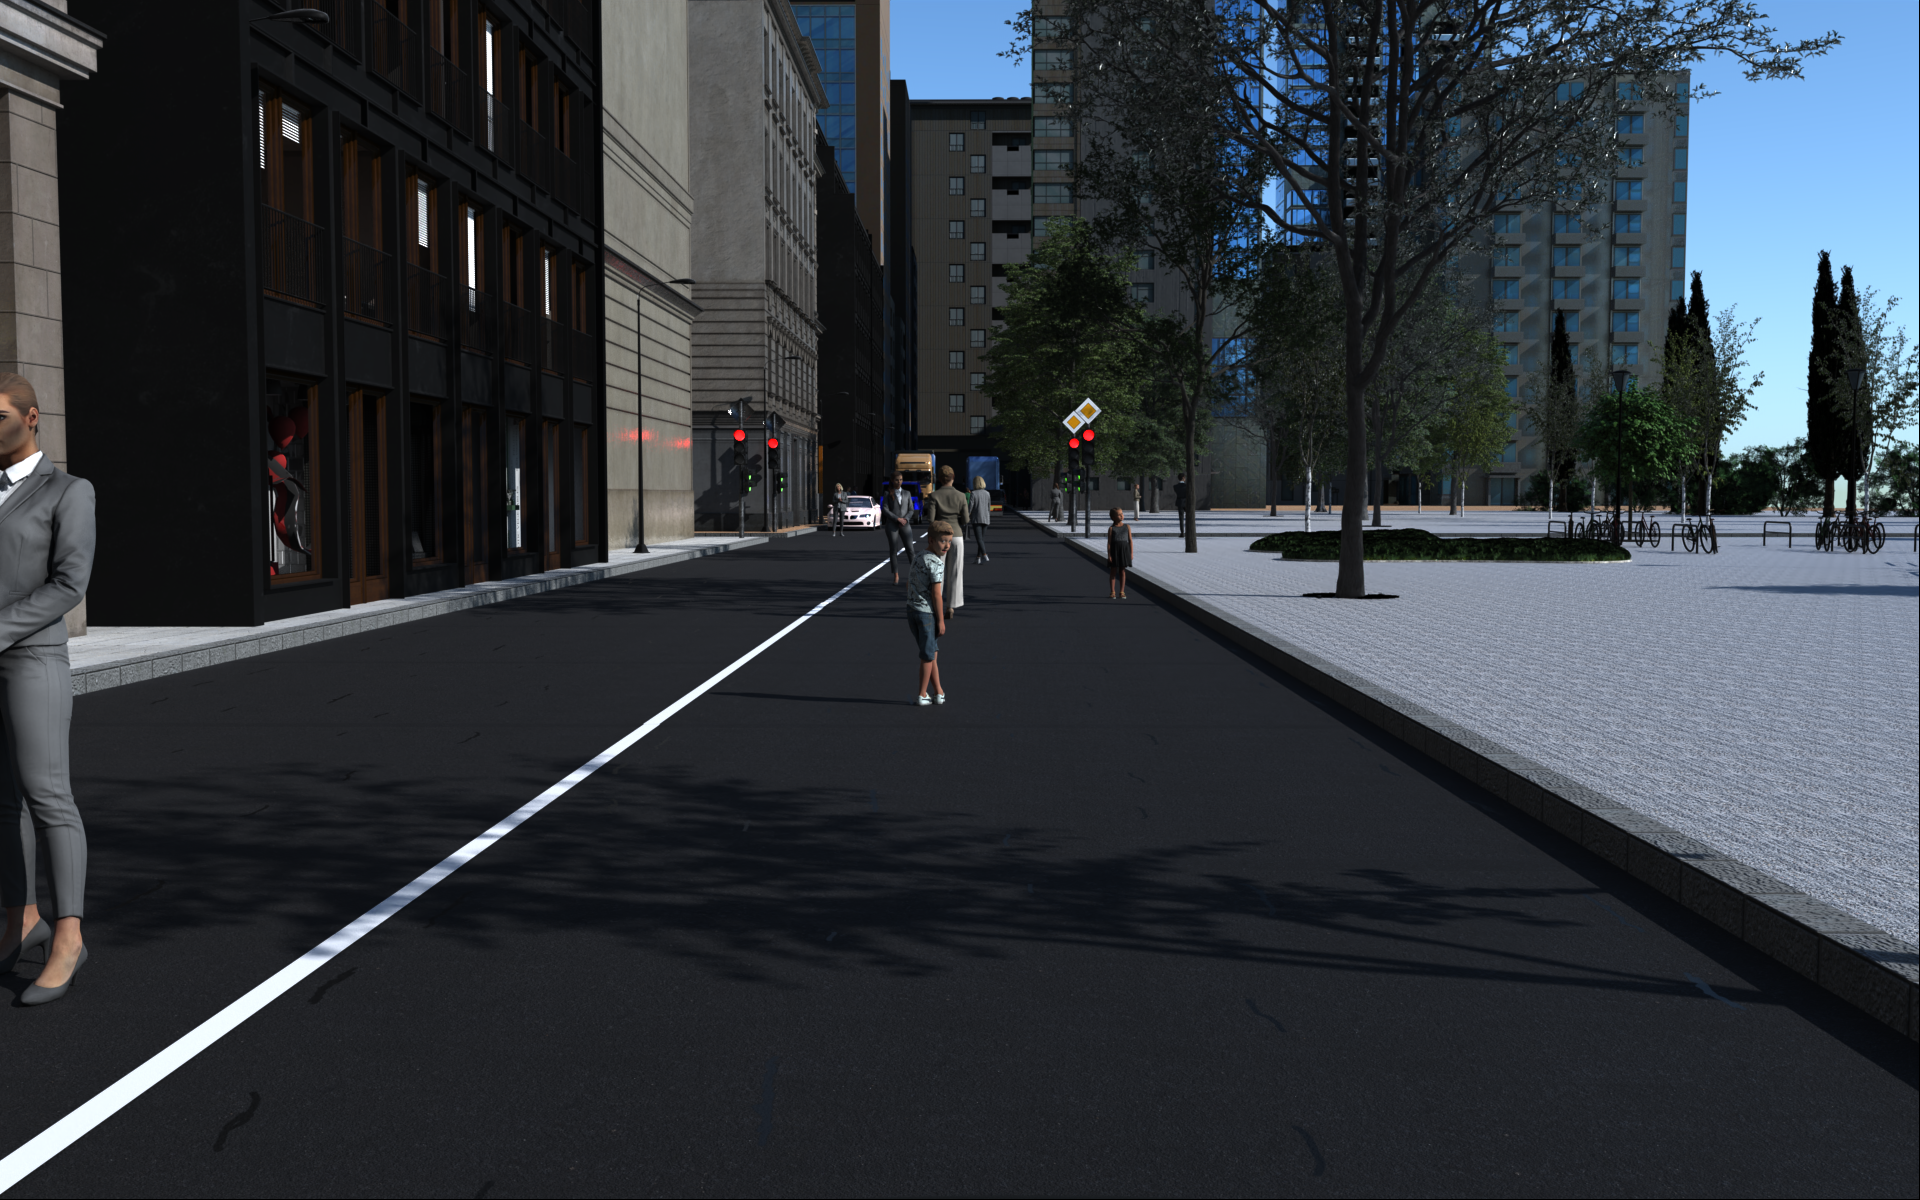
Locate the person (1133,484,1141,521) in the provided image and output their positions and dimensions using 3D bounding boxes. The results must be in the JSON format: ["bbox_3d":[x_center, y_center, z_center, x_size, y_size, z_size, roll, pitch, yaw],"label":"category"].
[{"bbox_3d":[8.443,-4.643,82.500,0.362,1.759,0.519,0,4,3],"label":"person"}]

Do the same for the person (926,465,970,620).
[{"bbox_3d":[-0.162,-0.659,19.817,0.519,1.759,0.362,-1,4,-12],"label":"person"}]

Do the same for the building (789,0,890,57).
[{"bbox_3d":[-12.952,-30.028,141.068,14.600,45.320,14.200,0,4,1],"label":"building"}]

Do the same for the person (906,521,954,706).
[{"bbox_3d":[-0.209,0.085,11.801,0.352,1.250,0.332,1,4,9],"label":"person"}]

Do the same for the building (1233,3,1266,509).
[{"bbox_3d":[16.762,-51.901,161.251,22.319,86.520,31.000,0,4,1],"label":"building"}]

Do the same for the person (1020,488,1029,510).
[{"bbox_3d":[5.163,-8.134,139.566,0.750,1.759,0.617,0,4,0],"label":"person"}]

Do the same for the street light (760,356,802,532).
[{"bbox_3d":[-6.024,-5.248,58.348,1.470,5.913,1.316,0,4,1],"label":"street light"}]

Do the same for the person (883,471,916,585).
[{"bbox_3d":[-0.902,-1.123,27.142,0.520,1.790,0.573,-2,4,-35],"label":"person"}]

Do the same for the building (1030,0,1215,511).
[{"bbox_3d":[12.729,-27.922,140.117,14.154,41.232,14.086,0,4,1],"label":"building"}]

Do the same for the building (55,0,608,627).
[{"bbox_3d":[-12.855,-11.884,23.983,12.332,23.373,15.834,0,4,1],"label":"building"}]

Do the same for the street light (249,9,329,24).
[{"bbox_3d":[-6.746,-2.705,16.761,1.470,5.913,1.316,0,4,1],"label":"street light"}]

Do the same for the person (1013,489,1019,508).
[{"bbox_3d":[5.260,-9.616,163.720,0.568,1.767,0.683,0,4,4],"label":"person"}]

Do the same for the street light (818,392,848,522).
[{"bbox_3d":[-5.780,-6.514,79.042,1.470,5.913,1.316,0,4,1],"label":"street light"}]

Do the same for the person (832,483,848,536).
[{"bbox_3d":[-4.087,-3.079,59.028,0.537,1.800,0.526,0,4,5],"label":"person"}]

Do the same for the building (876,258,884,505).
[{"bbox_3d":[-12.042,-17.993,123.858,12.332,23.373,15.834,0,4,1],"label":"building"}]

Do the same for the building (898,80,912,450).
[{"bbox_3d":[-12.344,-32.673,184.318,14.600,45.320,14.200,0,4,1],"label":"building"}]

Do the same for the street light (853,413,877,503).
[{"bbox_3d":[-5.586,-7.780,99.737,1.470,5.913,1.316,0,4,1],"label":"street light"}]

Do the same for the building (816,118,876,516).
[{"bbox_3d":[-12.117,-17.026,108.054,12.332,23.373,15.834,0,4,1],"label":"building"}]

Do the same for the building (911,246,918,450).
[{"bbox_3d":[-11.989,-26.367,202.805,14.107,30.474,14.160,0,4,1],"label":"building"}]

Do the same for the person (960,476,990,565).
[{"bbox_3d":[0.339,-1.626,35.274,0.709,1.800,0.728,-2,4,-32],"label":"person"}]

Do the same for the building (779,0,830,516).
[{"bbox_3d":[-14.473,-18.400,88.236,14.401,28.519,23.554,0,4,1],"label":"building"}]

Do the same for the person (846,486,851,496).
[{"bbox_3d":[-6.118,-5.392,95.205,0.522,1.701,0.512,2,4,32],"label":"person"}]

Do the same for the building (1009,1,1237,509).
[{"bbox_3d":[16.939,-53.793,192.194,22.319,86.520,31.000,0,4,1],"label":"building"}]

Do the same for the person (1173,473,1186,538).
[{"bbox_3d":[6.619,-2.798,51.146,0.648,1.900,0.474,0,4,8],"label":"person"}]

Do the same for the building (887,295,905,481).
[{"bbox_3d":[-19.665,-19.483,163.594,27.650,21.520,28.899,0,4,1],"label":"building"}]

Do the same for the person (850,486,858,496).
[{"bbox_3d":[-4.665,-4.173,76.903,0.419,1.800,0.721,0,4,4],"label":"person"}]

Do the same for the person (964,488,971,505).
[{"bbox_3d":[0.407,-5.512,98.866,0.600,1.795,0.529,0,4,1],"label":"person"}]

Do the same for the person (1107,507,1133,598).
[{"bbox_3d":[2.204,-0.653,23.844,0.362,1.253,0.373,0,4,-4],"label":"person"}]

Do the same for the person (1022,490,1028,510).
[{"bbox_3d":[5.180,-7.914,136.911,0.593,1.643,0.415,2,4,27],"label":"person"}]

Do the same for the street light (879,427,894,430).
[{"bbox_3d":[-5.272,-9.045,120.430,1.470,5.913,1.316,0,4,1],"label":"street light"}]

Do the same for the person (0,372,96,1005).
[{"bbox_3d":[-2.801,0.228,5.043,0.520,1.790,0.573,0,4,-4],"label":"person"}]

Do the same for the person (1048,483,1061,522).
[{"bbox_3d":[4.339,-4.472,79.428,0.520,1.790,0.573,-1,4,-17],"label":"person"}]

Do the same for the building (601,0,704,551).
[{"bbox_3d":[-22.103,-12.823,42.938,30.059,22.955,16.112,0,4,1],"label":"building"}]

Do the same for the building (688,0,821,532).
[{"bbox_3d":[-11.124,-13.358,67.548,9.793,20.994,18.267,0,4,1],"label":"building"}]

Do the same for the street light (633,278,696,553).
[{"bbox_3d":[-6.384,-3.970,37.453,1.470,5.913,1.316,0,4,1],"label":"street light"}]
